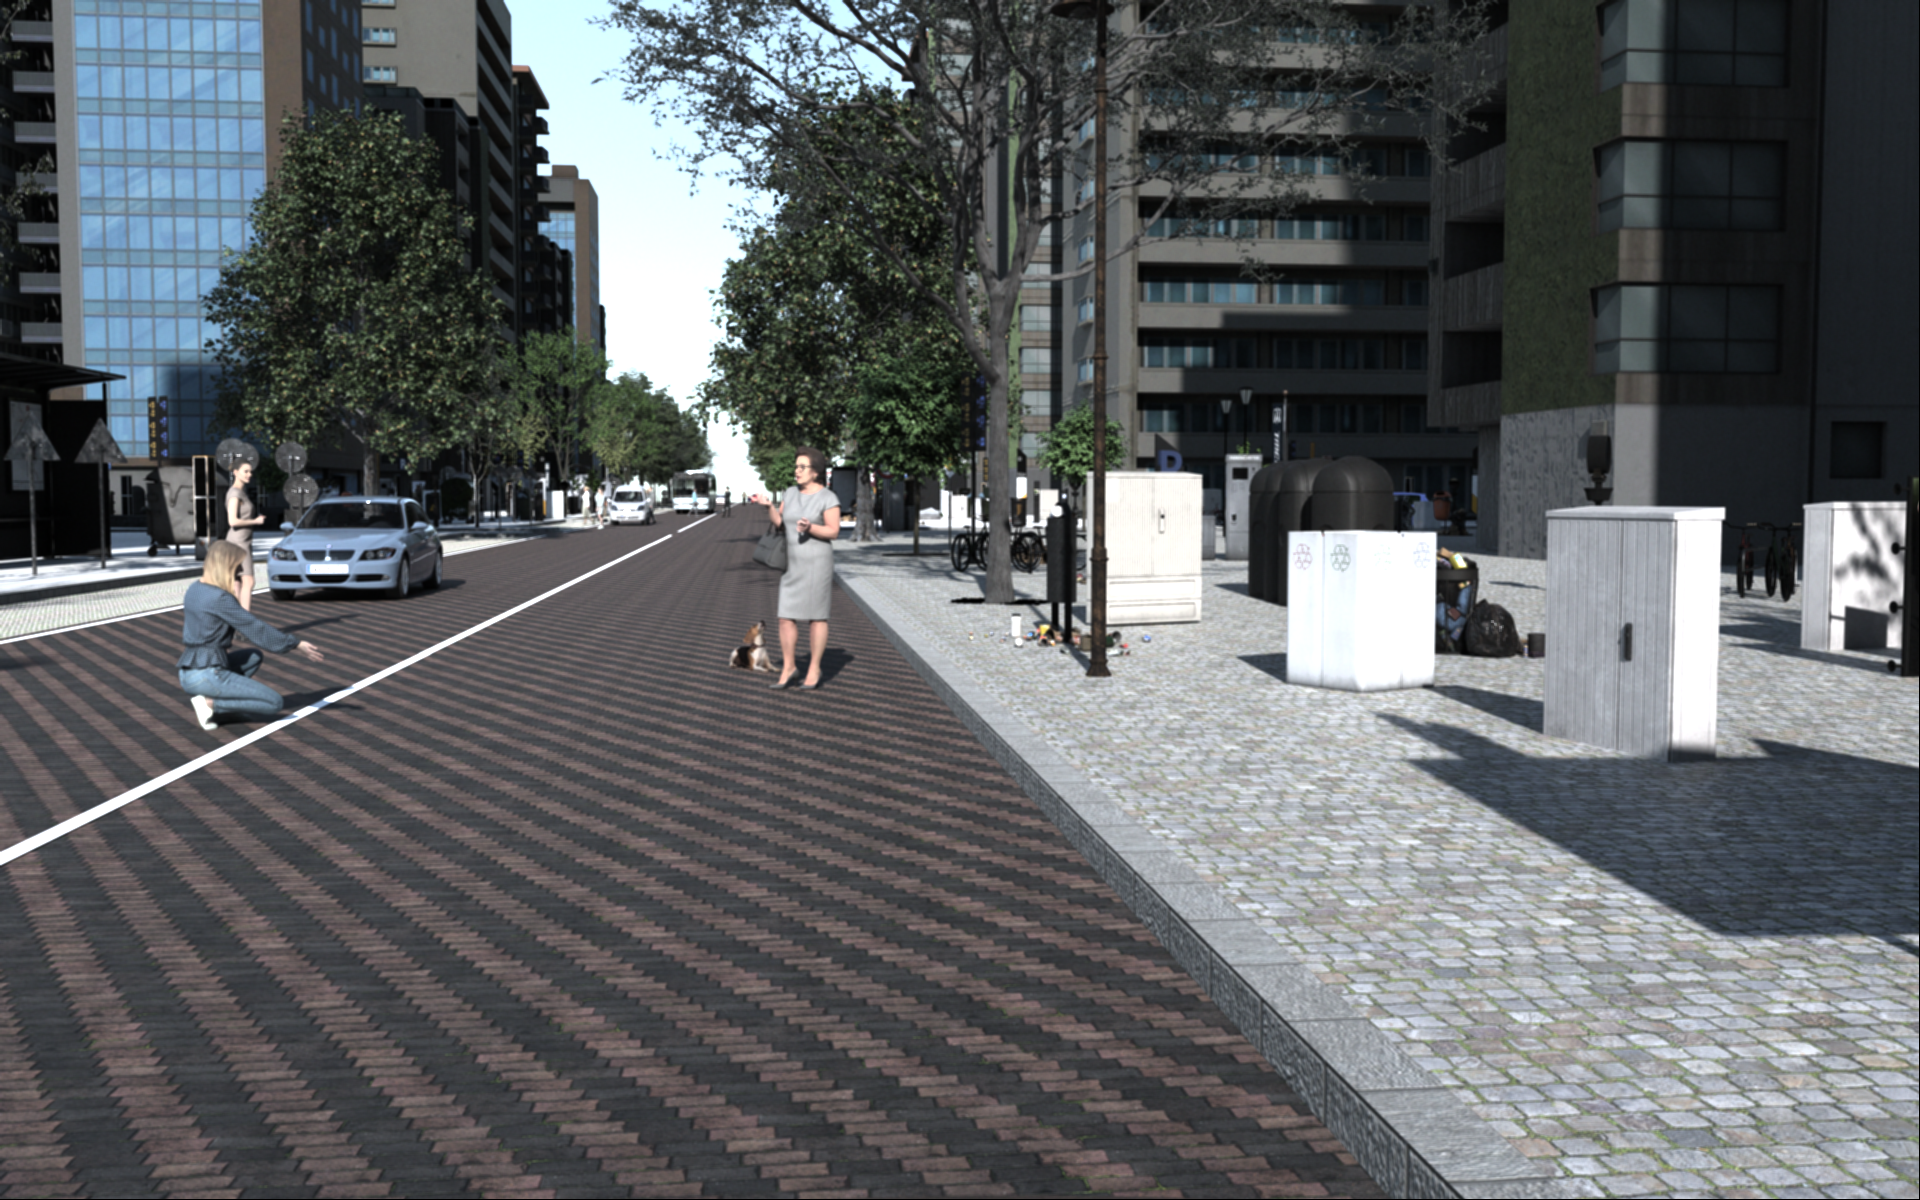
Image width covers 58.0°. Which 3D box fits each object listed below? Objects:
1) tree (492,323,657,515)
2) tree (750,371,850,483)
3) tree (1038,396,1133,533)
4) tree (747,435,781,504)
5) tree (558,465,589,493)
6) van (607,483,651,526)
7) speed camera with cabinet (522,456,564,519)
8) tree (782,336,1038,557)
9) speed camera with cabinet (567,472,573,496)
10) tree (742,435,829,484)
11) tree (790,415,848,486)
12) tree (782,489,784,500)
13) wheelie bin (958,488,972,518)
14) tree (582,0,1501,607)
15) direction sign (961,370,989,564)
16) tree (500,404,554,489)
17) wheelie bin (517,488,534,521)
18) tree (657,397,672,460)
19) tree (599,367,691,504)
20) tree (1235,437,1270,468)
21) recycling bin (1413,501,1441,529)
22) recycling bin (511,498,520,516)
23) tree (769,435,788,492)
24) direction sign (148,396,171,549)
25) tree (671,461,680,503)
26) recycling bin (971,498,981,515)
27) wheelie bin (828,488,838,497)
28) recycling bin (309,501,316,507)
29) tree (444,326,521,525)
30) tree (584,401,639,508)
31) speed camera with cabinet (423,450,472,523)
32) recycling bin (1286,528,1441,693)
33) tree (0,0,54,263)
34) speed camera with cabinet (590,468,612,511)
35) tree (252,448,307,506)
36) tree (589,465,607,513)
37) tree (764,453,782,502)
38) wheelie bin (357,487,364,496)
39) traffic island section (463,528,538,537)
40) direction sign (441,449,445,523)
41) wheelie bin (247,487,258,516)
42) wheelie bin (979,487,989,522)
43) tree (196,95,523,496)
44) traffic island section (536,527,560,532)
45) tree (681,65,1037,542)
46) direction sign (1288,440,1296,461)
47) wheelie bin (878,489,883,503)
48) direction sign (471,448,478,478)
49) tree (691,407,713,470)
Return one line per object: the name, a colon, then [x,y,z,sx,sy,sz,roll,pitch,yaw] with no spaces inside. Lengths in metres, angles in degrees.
tree: [-24.453,-11.051,106.434,9.928,11.665,9.643,0,3,0]
tree: [-11.229,-12.453,121.726,7.486,12.596,7.792,0,3,0]
tree: [4.263,-4.561,58.286,4.285,4.588,4.351,0,3,0]
tree: [-24.777,-18.684,231.236,9.928,11.665,9.643,0,3,0]
tree: [-25.612,-7.308,114.094,1.663,3.219,1.824,0,3,0]
van: [-15.248,-4.462,79.959,2.013,2.044,4.112,0,4,-8]
speed camera with cabinet: [-21.769,-5.872,90.340,2.038,3.252,0.660,-2,4,-28]
tree: [-0.921,-3.202,36.061,4.285,4.588,4.351,0,3,0]
speed camera with cabinet: [-25.964,-7.164,111.459,2.038,3.252,0.660,0,4,-4]
tree: [-15.788,-15.659,162.683,9.857,13.997,8.962,0,3,0]
tree: [-7.056,-8.412,87.901,4.360,8.622,3.978,0,3,0]
tree: [-18.908,-20.315,188.040,12.611,20.169,13.585,0,3,0]
wheelie bin: [0.304,-5.219,93.236,0.980,1.594,0.693,-1,4,-13]
tree: [0.387,-6.693,19.801,12.009,13.543,11.850,0,3,0]
direction sign: [0.247,-2.433,31.769,0.379,3.537,0.876,-2,4,-30]
tree: [-32.587,-10.958,129.526,4.737,8.622,4.395,0,3,0]
wheelie bin: [-21.079,-4.658,84.063,0.693,1.594,0.980,0,4,7]
tree: [-30.073,-14.084,156.029,9.928,11.665,9.643,0,3,0]
tree: [-31.691,-16.264,172.564,9.857,13.997,8.962,0,3,0]
tree: [9.566,-3.889,58.191,1.663,3.219,1.824,0,3,0]
recycling bin: [16.697,-3.020,61.926,0.722,1.027,0.722,-1,4,-19]
recycling bin: [-26.250,-5.530,102.972,0.722,1.027,0.722,2,4,25]
tree: [-21.324,-15.641,206.084,4.737,8.622,4.395,0,3,0]
direction sign: [-18.609,-2.952,40.268,0.876,3.537,0.379,3,4,39]
tree: [-38.372,-17.254,232.463,4.360,8.622,3.978,0,3,0]
recycling bin: [0.803,-5.614,104.349,0.722,1.027,0.722,3,4,38]
wheelie bin: [-6.318,-4.642,83.804,0.693,1.594,0.980,1,4,18]
recycling bin: [-33.051,-4.596,87.697,0.722,1.027,0.722,-3,5,-41]
tree: [-19.731,-7.345,70.453,4.360,8.622,3.978,0,3,0]
tree: [-27.921,-11.477,138.011,4.737,8.622,4.395,0,3,0]
speed camera with cabinet: [-22.763,-5.047,76.862,2.038,3.252,0.660,0,4,-2]
recycling bin: [2.684,0.058,11.602,0.722,1.027,0.722,-2,4,-33]
tree: [-14.171,-4.445,23.044,4.360,8.622,3.978,0,3,0]
speed camera with cabinet: [-27.022,-8.282,129.750,2.038,3.252,0.660,2,4,35]
tree: [-27.108,-4.528,68.635,1.663,3.219,1.824,0,3,0]
tree: [-24.629,-7.443,116.296,1.663,3.219,1.824,0,3,0]
tree: [-11.067,-7.923,113.256,4.285,4.588,4.351,0,3,0]
wheelie bin: [-26.837,-4.321,78.563,0.980,1.594,0.693,-2,4,-25]
traffic island section: [-15.497,-2.202,58.288,2.009,0.180,2.903,0,4,-7]
direction sign: [-22.535,-5.118,75.681,0.379,3.537,0.876,-1,4,-18]
wheelie bin: [-33.557,-4.568,82.593,0.980,1.594,0.693,-2,4,-26]
wheelie bin: [1.295,-4.344,78.931,0.980,1.594,0.693,-1,4,-20]
tree: [-17.285,-8.150,50.255,9.611,12.733,9.660,0,3,0]
traffic island section: [-16.429,-2.687,66.218,2.009,0.180,2.903,0,4,-7]
tree: [-2.698,-7.925,46.585,9.611,12.733,9.660,0,3,0]
direction sign: [13.855,-4.948,72.891,0.379,3.537,0.876,3,5,44]
wheelie bin: [-4.881,-6.002,106.037,0.980,1.594,0.693,0,4,3]
direction sign: [-23.519,-5.673,84.758,0.379,3.537,0.876,3,5,44]
tree: [-36.383,-18.958,216.621,9.857,13.997,8.962,0,3,0]
